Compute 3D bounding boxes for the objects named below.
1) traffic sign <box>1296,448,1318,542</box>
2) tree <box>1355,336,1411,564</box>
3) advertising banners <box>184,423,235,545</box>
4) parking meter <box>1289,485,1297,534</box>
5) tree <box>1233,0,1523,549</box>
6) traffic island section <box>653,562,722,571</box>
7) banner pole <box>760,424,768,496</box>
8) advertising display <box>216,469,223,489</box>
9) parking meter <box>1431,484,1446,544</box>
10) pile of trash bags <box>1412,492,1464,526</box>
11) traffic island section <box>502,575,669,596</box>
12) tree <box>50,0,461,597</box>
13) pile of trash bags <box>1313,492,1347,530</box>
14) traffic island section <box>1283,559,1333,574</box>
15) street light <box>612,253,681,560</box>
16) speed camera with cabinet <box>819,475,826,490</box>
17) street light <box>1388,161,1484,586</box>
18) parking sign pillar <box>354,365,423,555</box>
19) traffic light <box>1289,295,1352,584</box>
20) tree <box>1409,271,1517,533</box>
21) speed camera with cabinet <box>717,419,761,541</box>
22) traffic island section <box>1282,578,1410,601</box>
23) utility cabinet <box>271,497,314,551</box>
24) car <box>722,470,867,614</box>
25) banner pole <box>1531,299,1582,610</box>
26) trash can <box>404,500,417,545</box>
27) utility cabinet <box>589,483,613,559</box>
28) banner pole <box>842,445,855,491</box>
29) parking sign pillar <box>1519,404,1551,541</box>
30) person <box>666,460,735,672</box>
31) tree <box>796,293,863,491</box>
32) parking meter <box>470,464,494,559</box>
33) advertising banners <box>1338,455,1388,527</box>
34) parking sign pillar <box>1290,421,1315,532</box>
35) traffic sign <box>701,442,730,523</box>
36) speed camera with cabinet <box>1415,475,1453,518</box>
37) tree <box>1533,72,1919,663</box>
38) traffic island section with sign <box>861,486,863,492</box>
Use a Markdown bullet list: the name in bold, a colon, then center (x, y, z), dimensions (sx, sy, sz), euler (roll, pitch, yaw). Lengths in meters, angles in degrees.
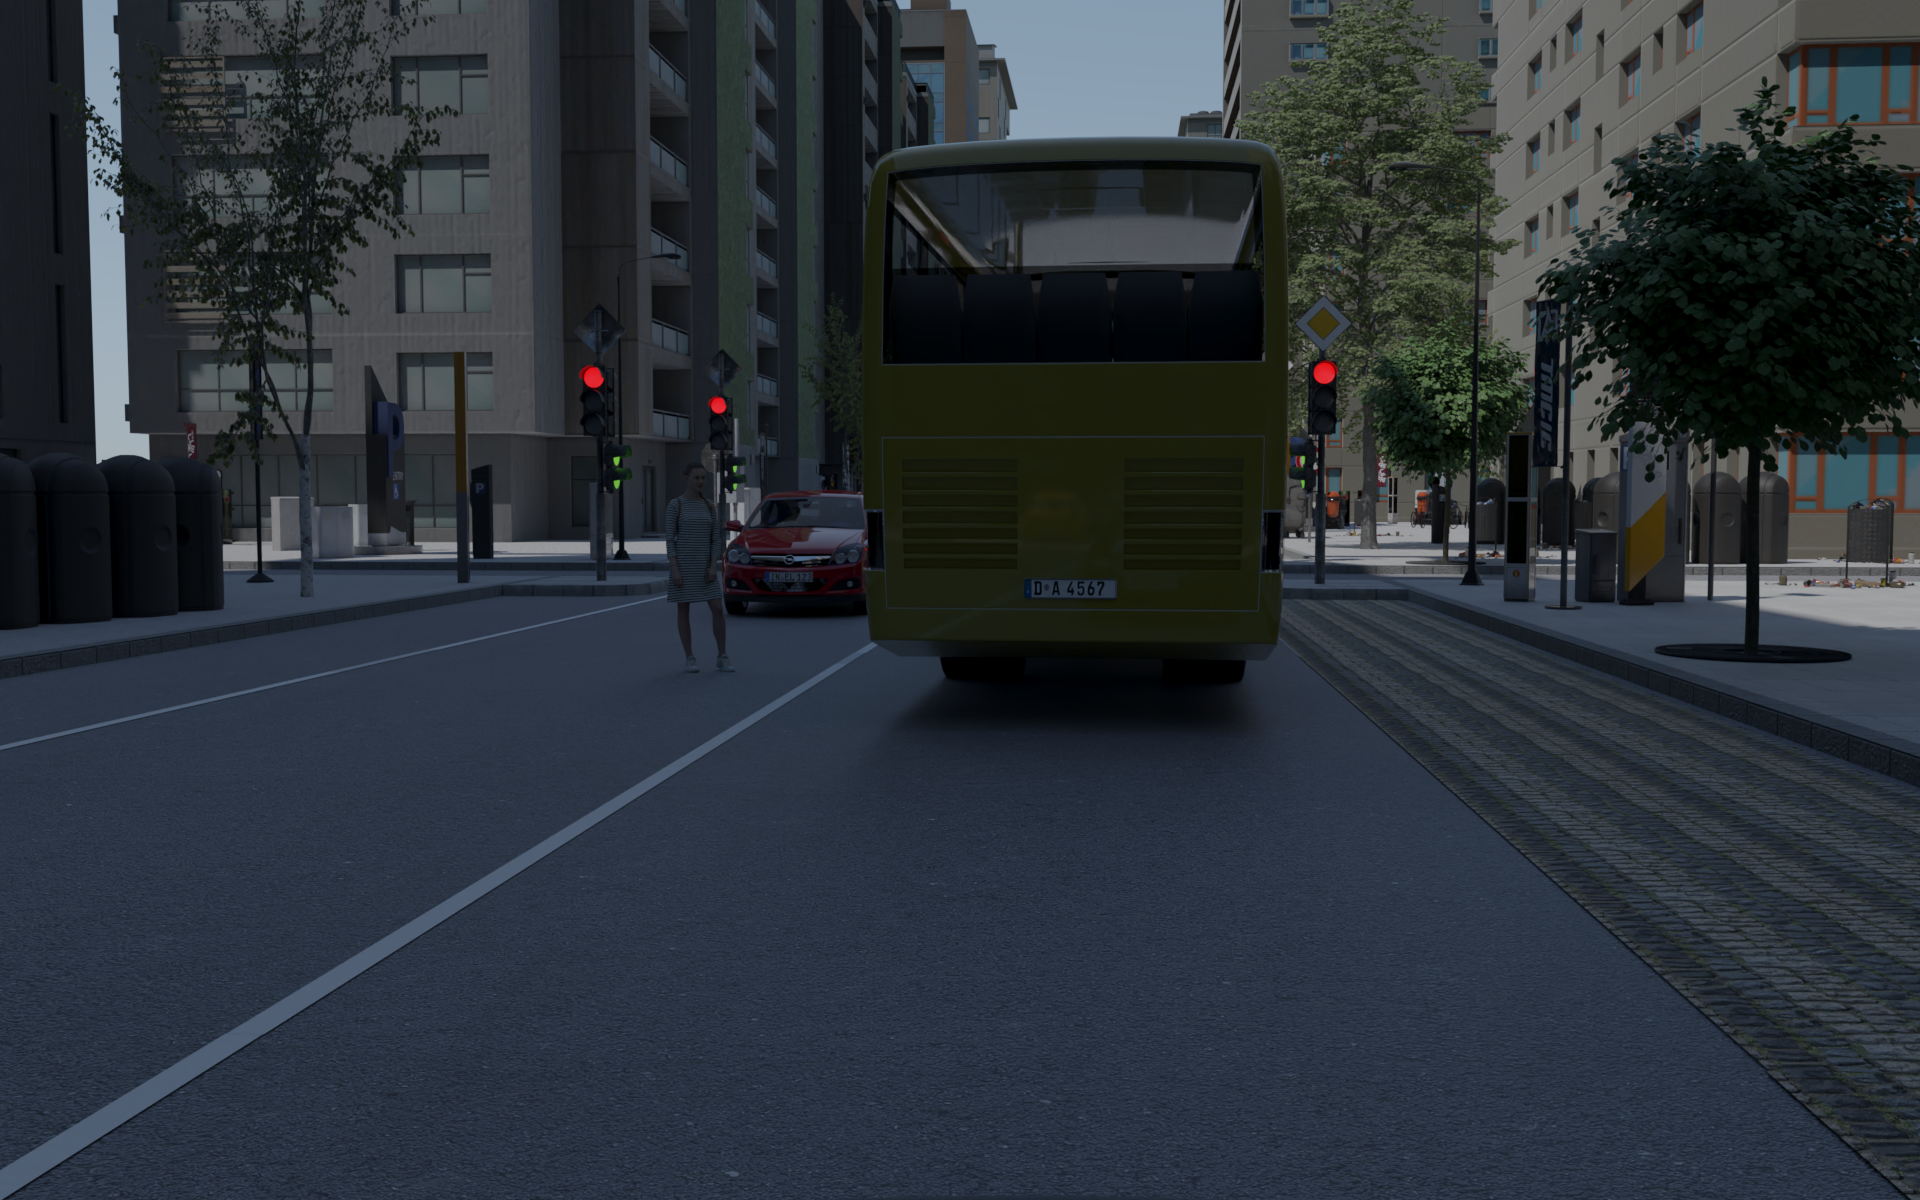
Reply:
- **traffic sign**: center (9.282, -2.803, 45.928), dimensions (0.768, 2.556, 0.104), euler (1, 4, 11)
- **tree**: center (8.869, -2.937, 31.726), dimensions (4.285, 4.588, 4.351), euler (0, 3, 0)
- **advertising banners**: center (-18.821, -2.889, 43.424), dimensions (0.090, 3.025, 2.074), euler (1, 4, 8)
- **parking meter**: center (10.757, -3.100, 56.402), dimensions (0.399, 1.863, 0.255), euler (1, 4, 18)
- **tree**: center (9.175, -7.437, 39.717), dimensions (7.486, 12.596, 7.792), euler (0, 3, 0)
- **traffic island section**: center (-4.623, -0.695, 33.649), dimensions (2.009, 0.180, 2.903), euler (0, 4, 5)
- **banner pole**: center (-7.013, -4.406, 62.051), dimensions (0.401, 3.779, 0.863), euler (-2, 4, -28)
- **advertising display**: center (-19.602, -2.422, 44.818), dimensions (0.974, 1.923, 0.123), euler (-2, 4, -27)
- **parking meter**: center (12.400, -2.228, 44.843), dimensions (0.372, 1.533, 0.369), euler (0, 3, 0)
- **pile of trash bags**: center (19.673, -3.800, 71.875), dimensions (1.912, 1.369, 3.447), euler (2, 4, 33)
- **traffic island section**: center (-5.337, -0.209, 25.696), dimensions (2.009, 0.180, 2.903), euler (0, 4, 5)
- **tree**: center (-8.399, -4.343, 21.376), dimensions (4.360, 8.622, 3.978), euler (0, 3, 0)
- **pile of trash bags**: center (13.297, -3.300, 63.715), dimensions (1.912, 1.369, 3.447), euler (0, 4, -6)
- **traffic island section**: center (5.876, -0.638, 32.706), dimensions (2.009, 0.180, 2.903), euler (0, 4, 5)
- **street light**: center (-6.055, -3.730, 33.533), dimensions (1.470, 5.913, 1.316), euler (0, 4, 5)
- **speed camera with cabinet**: center (-7.247, -5.569, 85.390), dimensions (0.660, 3.252, 2.038), euler (1, 4, 19)
- **street light**: center (6.683, -3.167, 24.317), dimensions (1.470, 5.913, 1.316), euler (0, 4, 5)
- **parking sign pillar**: center (-12.257, -2.967, 36.977), dimensions (1.447, 3.967, 1.447), euler (0, 4, 0)
- **traffic light**: center (5.123, -2.185, 24.643), dimensions (0.839, 4.253, 0.868), euler (0, 4, 5)
- **tree**: center (15.907, -6.469, 56.136), dimensions (4.737, 8.622, 4.395), euler (0, 3, 0)
- **speed camera with cabinet**: center (-5.902, -3.174, 46.224), dimensions (0.660, 3.252, 2.038), euler (1, 4, 11)
- **traffic island section**: center (5.162, -0.151, 24.753), dimensions (2.009, 0.180, 2.903), euler (0, 4, 5)
- **utility cabinet**: center (-15.195, -1.732, 39.484), dimensions (0.306, 1.237, 1.020), euler (2, 4, 25)
- **car**: center (-1.843, -0.794, 22.018), dimensions (2.155, 1.783, 4.494), euler (0, 4, 3)
- **banner pole**: center (6.685, -1.802, 19.480), dimensions (0.401, 3.779, 0.863), euler (-1, 4, -16)
- **trash can**: center (-12.658, -1.683, 39.165), dimensions (0.748, 1.137, 0.748), euler (0, 3, 0)
- **utility cabinet**: center (-7.046, -1.554, 34.085), dimensions (0.318, 1.500, 1.173), euler (0, 4, -4)
- **banner pole**: center (-4.904, -5.330, 77.166), dimensions (0.863, 3.779, 0.401), euler (-3, 4, -39)
- **parking sign pillar**: center (15.948, -3.657, 48.265), dimensions (1.447, 3.967, 1.447), euler (-1, 4, -10)
- **person**: center (-2.141, -0.274, 13.992), dimensions (0.512, 1.701, 0.522), euler (-2, 4, -32)
- **tree**: center (-3.905, -6.950, 63.995), dimensions (4.737, 8.622, 4.395), euler (0, 3, 0)
- **parking meter**: center (-9.470, -1.748, 34.297), dimensions (0.399, 1.863, 0.255), euler (0, 4, 5)
- **advertising banners**: center (15.905, -4.413, 68.346), dimensions (2.074, 3.025, 0.090), euler (1, 4, 22)
- **parking sign pillar**: center (11.480, -4.309, 58.920), dimensions (1.447, 3.967, 1.447), euler (-1, 4, -22)
- **traffic sign**: center (-5.853, -2.530, 41.472), dimensions (0.768, 2.556, 0.104), euler (1, 4, 13)
- **speed camera with cabinet**: center (20.497, -4.923, 74.834), dimensions (2.038, 3.252, 0.660), euler (-3, 5, -41)
- **tree**: center (6.304, -1.838, 13.769), dimensions (4.285, 4.588, 4.351), euler (0, 3, 0)
- **traffic island section with sign**: center (-2.784, -2.787, 54.190), dimensions (1.989, 1.847, 2.006), euler (0, 4, 5)
